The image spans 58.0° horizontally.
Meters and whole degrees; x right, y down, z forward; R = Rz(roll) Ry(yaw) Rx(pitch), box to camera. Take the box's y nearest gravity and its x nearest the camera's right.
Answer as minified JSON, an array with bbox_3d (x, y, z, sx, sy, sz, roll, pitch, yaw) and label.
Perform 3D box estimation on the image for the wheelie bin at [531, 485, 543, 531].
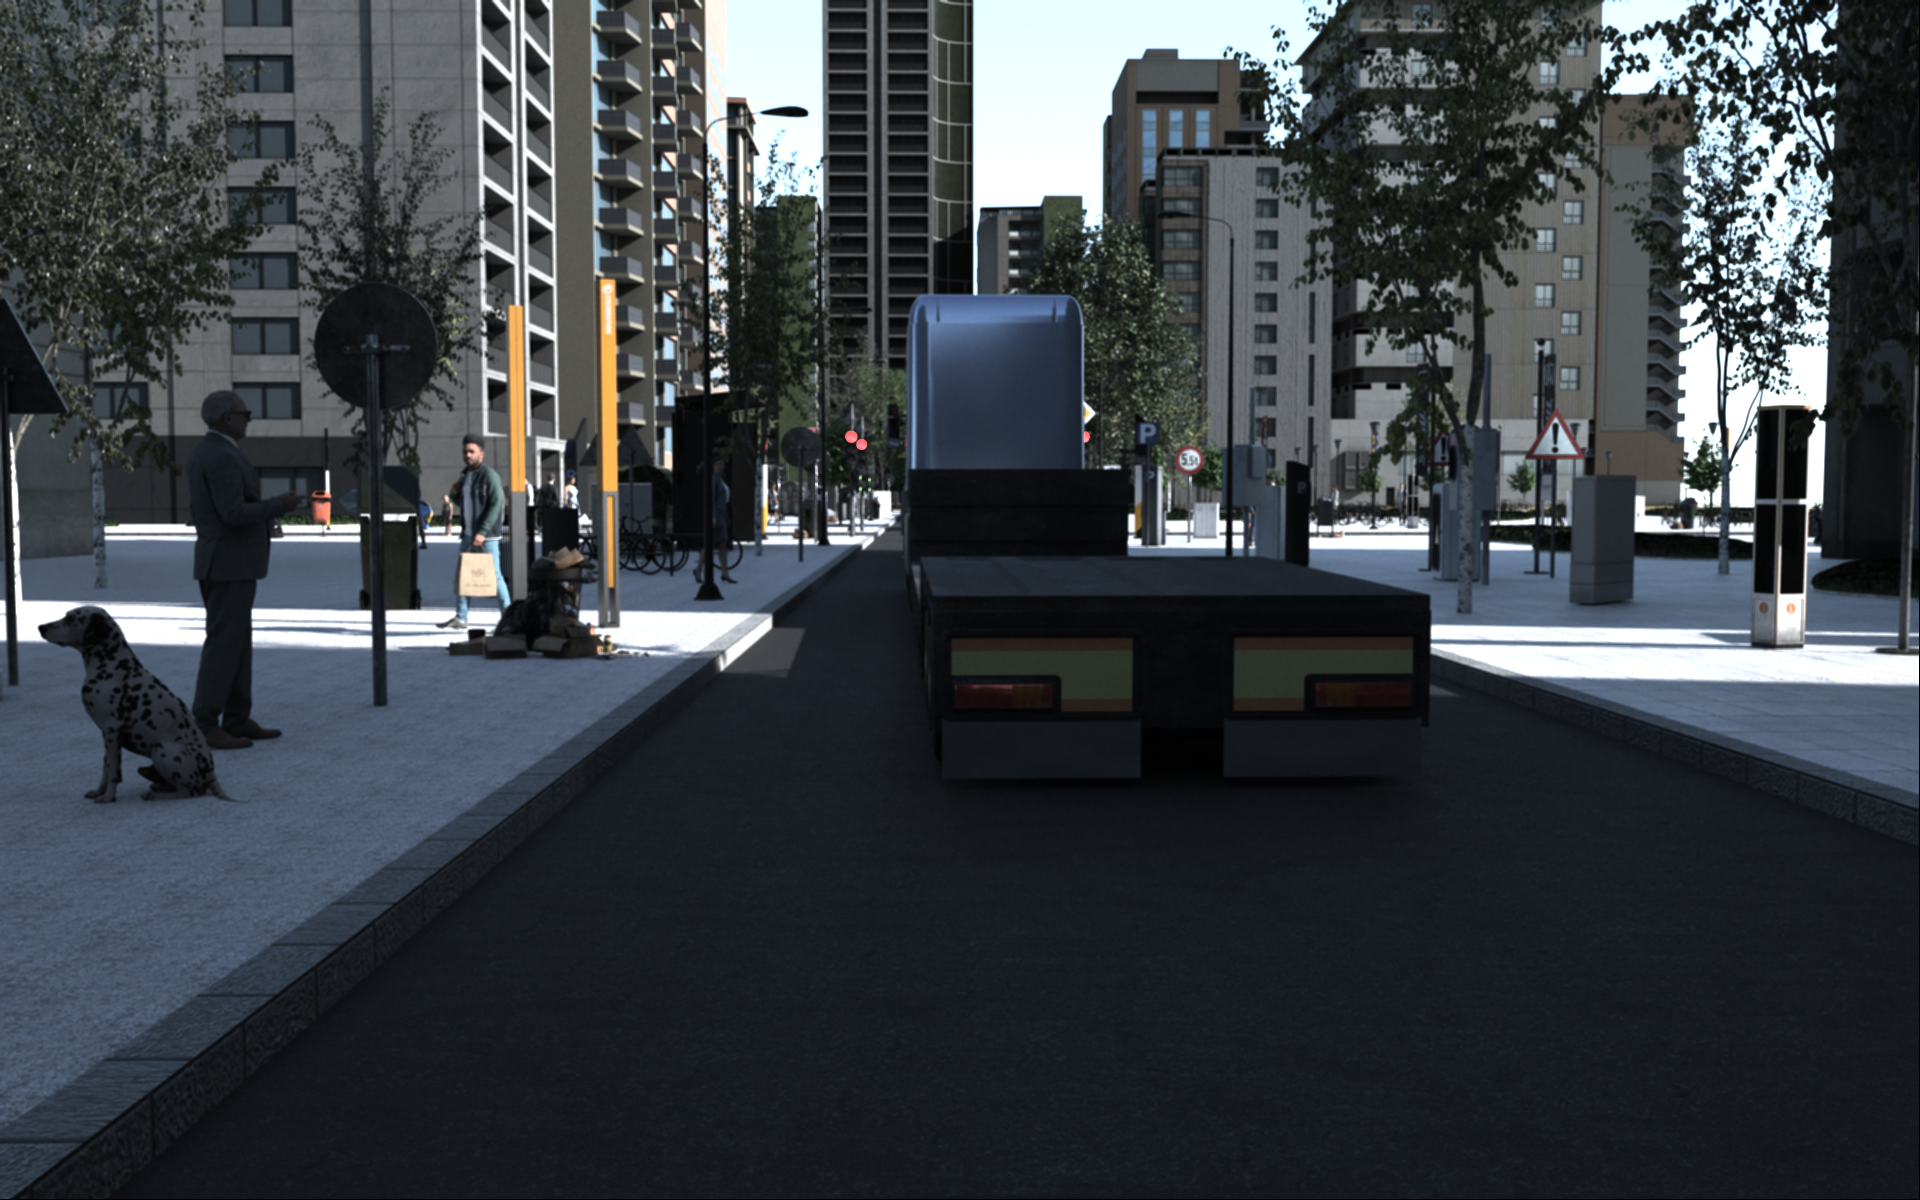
[{"bbox_3d":[-14.956,-3.222,60.589,0.693,1.594,0.980,1,4,12],"label":"wheelie bin"}]

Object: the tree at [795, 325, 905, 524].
[{"bbox_3d":[-4.799,-7.606,74.719,4.360,8.622,3.978,0,3,0],"label":"tree"}]

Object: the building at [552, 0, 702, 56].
[{"bbox_3d":[-29.311,-28.252,116.540,22.147,44.769,28.867,0,4,-1],"label":"building"}]

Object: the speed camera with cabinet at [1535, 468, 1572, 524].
[{"bbox_3d":[21.201,-4.046,60.487,2.038,3.252,0.660,1,4,10],"label":"speed camera with cabinet"}]

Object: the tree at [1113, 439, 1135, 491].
[{"bbox_3d":[13.226,-10.907,128.695,4.360,8.622,3.978,0,3,0],"label":"tree"}]

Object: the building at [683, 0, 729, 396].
[{"bbox_3d":[-26.612,-30.021,140.954,14.600,45.320,14.200,0,4,-1],"label":"building"}]

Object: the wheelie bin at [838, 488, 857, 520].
[{"bbox_3d":[-5.480,-4.711,84.939,0.980,1.594,0.693,2,4,31],"label":"wheelie bin"}]

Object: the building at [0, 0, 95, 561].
[{"bbox_3d":[-32.450,-11.957,28.780,30.059,22.955,16.112,0,4,-1],"label":"building"}]

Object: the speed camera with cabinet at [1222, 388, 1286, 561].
[{"bbox_3d":[5.809,-2.362,32.952,2.038,3.252,0.660,-3,5,-44],"label":"speed camera with cabinet"}]

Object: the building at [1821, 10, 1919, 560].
[{"bbox_3d":[28.119,-24.422,22.995,21.300,48.544,21.600,0,4,-1],"label":"building"}]

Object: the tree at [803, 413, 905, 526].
[{"bbox_3d":[-4.746,-5.270,69.886,4.285,4.588,4.351,0,3,0],"label":"tree"}]

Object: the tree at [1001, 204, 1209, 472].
[{"bbox_3d":[5.129,-9.274,68.638,9.611,12.733,9.660,0,3,0],"label":"tree"}]

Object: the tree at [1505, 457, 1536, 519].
[{"bbox_3d":[29.169,-5.830,89.922,1.663,3.219,1.824,0,3,0],"label":"tree"}]

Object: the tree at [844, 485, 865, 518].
[{"bbox_3d":[-5.612,-6.023,93.083,1.663,3.219,1.824,0,3,0],"label":"tree"}]

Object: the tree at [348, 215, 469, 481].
[{"bbox_3d":[-14.662,-5.797,45.143,4.737,8.622,4.395,0,3,0],"label":"tree"}]

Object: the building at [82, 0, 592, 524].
[{"bbox_3d":[-28.254,-39.320,81.139,20.563,71.187,20.611,0,4,-1],"label":"building"}]

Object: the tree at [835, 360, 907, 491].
[{"bbox_3d":[-6.105,-12.684,133.134,9.928,11.665,9.643,0,3,0],"label":"tree"}]

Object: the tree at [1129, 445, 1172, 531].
[{"bbox_3d":[6.952,-4.062,61.015,1.663,3.219,1.824,0,3,0],"label":"tree"}]

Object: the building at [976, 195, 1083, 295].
[{"bbox_3d":[9.402,-33.966,238.944,14.086,41.232,14.154,0,4,-1],"label":"building"}]

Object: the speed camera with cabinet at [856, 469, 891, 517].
[{"bbox_3d":[-4.868,-6.194,95.600,2.038,3.252,0.660,-1,4,-15],"label":"speed camera with cabinet"}]

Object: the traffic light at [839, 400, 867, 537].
[{"bbox_3d":[-3.209,-3.839,51.694,0.839,4.253,0.868,0,4,-1],"label":"traffic light"}]

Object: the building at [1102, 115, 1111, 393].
[{"bbox_3d":[22.389,-30.976,190.057,14.154,41.232,14.086,0,4,-1],"label":"building"}]

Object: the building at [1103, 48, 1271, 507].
[{"bbox_3d":[22.916,-32.151,175.775,14.600,45.320,14.200,0,4,-1],"label":"building"}]

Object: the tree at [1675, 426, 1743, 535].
[{"bbox_3d":[21.306,-3.368,49.667,1.663,3.219,1.824,0,3,0],"label":"tree"}]

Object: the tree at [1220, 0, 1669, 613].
[{"bbox_3d":[5.236,-4.171,18.558,4.737,8.622,4.395,0,3,0],"label":"tree"}]

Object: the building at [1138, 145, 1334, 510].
[{"bbox_3d":[23.285,-22.978,147.397,14.160,30.474,14.107,0,4,-1],"label":"building"}]

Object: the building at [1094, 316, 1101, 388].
[{"bbox_3d":[23.820,-28.589,239.124,14.107,30.474,14.160,0,4,-1],"label":"building"}]

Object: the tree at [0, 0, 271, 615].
[{"bbox_3d":[-9.849,-4.150,18.216,4.360,8.622,3.978,0,3,0],"label":"tree"}]

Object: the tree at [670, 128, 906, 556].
[{"bbox_3d":[-4.114,-5.230,35.878,4.737,8.622,4.395,0,3,0],"label":"tree"}]

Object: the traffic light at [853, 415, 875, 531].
[{"bbox_3d":[-3.356,-4.328,59.678,0.839,4.253,0.868,0,4,-1],"label":"traffic light"}]

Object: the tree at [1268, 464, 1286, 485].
[{"bbox_3d":[20.284,-7.210,112.484,1.663,3.219,1.824,0,3,0],"label":"tree"}]

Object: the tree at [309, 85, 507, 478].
[{"bbox_3d":[-10.679,-5.014,32.339,4.360,8.622,3.978,0,3,0],"label":"tree"}]

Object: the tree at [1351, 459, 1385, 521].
[{"bbox_3d":[20.092,-5.481,84.221,1.663,3.219,1.824,0,3,0],"label":"tree"}]

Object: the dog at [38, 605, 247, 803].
[{"bbox_3d":[-3.336,0.435,7.260,0.800,0.831,0.513,1,4,14],"label":"dog"}]

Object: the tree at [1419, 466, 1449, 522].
[{"bbox_3d":[22.028,-5.245,80.350,1.663,3.219,1.824,0,3,0],"label":"tree"}]

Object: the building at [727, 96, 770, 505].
[{"bbox_3d":[-34.767,-32.476,185.612,28.867,44.769,22.147,0,4,-1],"label":"building"}]

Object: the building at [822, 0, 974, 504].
[{"bbox_3d":[-8.345,-49.138,241.658,20.611,71.187,20.563,0,4,-1],"label":"building"}]

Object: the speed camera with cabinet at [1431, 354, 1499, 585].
[{"bbox_3d":[7.340,-1.891,25.252,0.660,3.252,2.038,0,4,6],"label":"speed camera with cabinet"}]

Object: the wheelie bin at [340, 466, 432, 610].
[{"bbox_3d":[-6.389,-0.698,19.320,0.980,1.594,0.693,-1,4,-15],"label":"wheelie bin"}]

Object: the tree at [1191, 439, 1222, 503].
[{"bbox_3d":[15.062,-7.386,104.473,4.285,4.588,4.351,0,3,0],"label":"tree"}]

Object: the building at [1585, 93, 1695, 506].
[{"bbox_3d":[70.195,-33.065,190.725,14.200,45.320,14.600,0,4,-1],"label":"building"}]

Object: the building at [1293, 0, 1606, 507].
[{"bbox_3d":[49.477,-36.334,183.294,27.495,52.752,28.713,0,4,-1],"label":"building"}]

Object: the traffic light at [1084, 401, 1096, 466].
[{"bbox_3d":[3.651,-3.848,51.837,0.839,4.253,0.868,0,4,-1],"label":"traffic light"}]

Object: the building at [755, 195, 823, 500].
[{"bbox_3d":[-26.182,-33.970,239.005,14.086,41.232,14.154,0,4,-1],"label":"building"}]

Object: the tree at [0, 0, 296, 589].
[{"bbox_3d":[-11.454,-4.464,23.353,4.737,8.622,4.395,0,3,0],"label":"tree"}]
